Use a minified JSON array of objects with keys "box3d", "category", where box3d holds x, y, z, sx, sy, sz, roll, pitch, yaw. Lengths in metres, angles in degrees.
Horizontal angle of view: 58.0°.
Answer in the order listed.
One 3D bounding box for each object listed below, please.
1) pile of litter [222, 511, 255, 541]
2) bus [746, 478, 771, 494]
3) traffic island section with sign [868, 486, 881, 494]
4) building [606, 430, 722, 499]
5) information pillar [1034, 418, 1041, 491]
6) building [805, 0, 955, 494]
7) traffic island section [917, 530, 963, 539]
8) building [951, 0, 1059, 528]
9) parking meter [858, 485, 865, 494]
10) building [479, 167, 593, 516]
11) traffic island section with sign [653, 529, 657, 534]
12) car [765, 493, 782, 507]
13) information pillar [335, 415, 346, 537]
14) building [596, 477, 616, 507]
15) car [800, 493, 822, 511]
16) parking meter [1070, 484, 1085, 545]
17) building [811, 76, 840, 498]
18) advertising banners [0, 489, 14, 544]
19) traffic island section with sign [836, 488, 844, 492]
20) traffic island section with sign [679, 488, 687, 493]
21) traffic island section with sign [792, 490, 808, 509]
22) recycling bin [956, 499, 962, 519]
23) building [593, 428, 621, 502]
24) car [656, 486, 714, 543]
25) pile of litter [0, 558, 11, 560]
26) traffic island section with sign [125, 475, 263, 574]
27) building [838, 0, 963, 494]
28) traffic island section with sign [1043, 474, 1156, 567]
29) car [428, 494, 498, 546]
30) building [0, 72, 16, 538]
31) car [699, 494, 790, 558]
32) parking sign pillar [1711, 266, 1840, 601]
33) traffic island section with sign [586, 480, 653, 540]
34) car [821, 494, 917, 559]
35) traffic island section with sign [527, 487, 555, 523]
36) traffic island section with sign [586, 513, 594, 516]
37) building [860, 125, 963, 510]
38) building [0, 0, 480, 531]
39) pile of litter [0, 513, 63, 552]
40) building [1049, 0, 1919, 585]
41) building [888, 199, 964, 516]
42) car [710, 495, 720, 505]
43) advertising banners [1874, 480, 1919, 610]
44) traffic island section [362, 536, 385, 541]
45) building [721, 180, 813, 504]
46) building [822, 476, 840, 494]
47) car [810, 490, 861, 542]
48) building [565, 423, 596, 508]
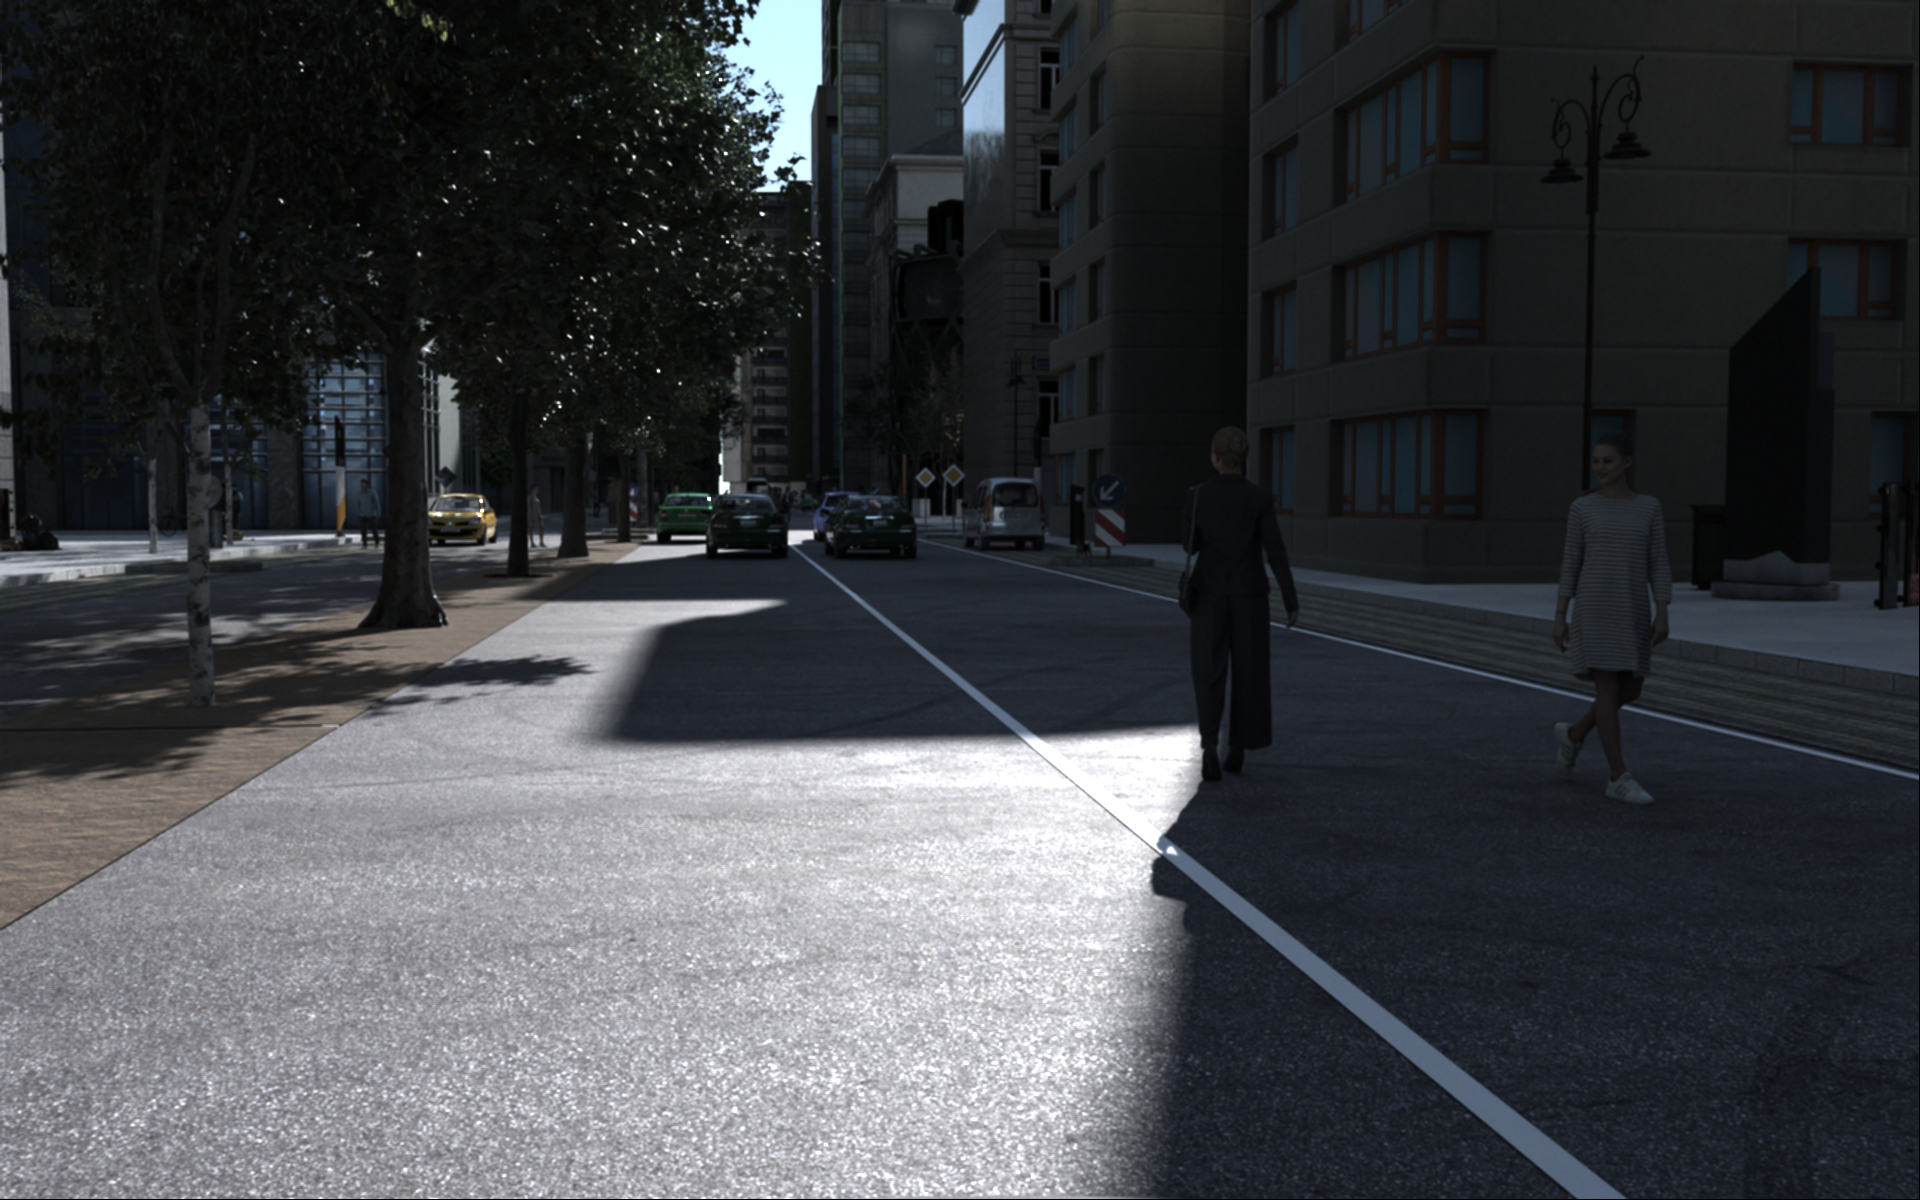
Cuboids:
[{"box3d":[-20.224,-2.053,47.538,1.719,0.858,1.176,-2,4,-29],"category":"pile of litter"},{"box3d":[-23.951,-12.866,205.223,2.948,3.499,13.247,0,4,-6],"category":"bus"},{"box3d":[-4.541,-4.896,88.676,1.989,1.847,2.006,0,4,-8],"category":"traffic island section with sign"},{"box3d":[-42.633,-37.031,229.163,21.600,48.544,21.300,0,4,-8],"category":"building"},{"box3d":[2.393,-3.793,53.373,0.183,3.616,0.504,-1,4,-15],"category":"information pillar"},{"box3d":[-7.645,-46.847,204.195,20.563,71.187,20.611,0,4,-8],"category":"building"},{"box3d":[-0.189,-2.081,56.311,2.009,0.180,2.903,0,4,-8],"category":"traffic island section"},{"box3d":[12.868,-16.788,71.750,25.104,27.353,12.463,0,4,-8],"category":"building"},{"box3d":[-6.552,-6.705,115.336,0.399,1.863,0.255,-1,4,-18],"category":"parking meter"},{"box3d":[-36.806,-30.133,112.275,23.786,49.044,30.456,0,4,-8],"category":"building"},{"box3d":[-11.902,-3.322,62.457,2.006,1.907,1.989,0,4,-8],"category":"traffic island section with sign"},{"box3d":[-14.256,-7.382,129.743,2.155,1.783,4.494,0,4,-8],"category":"car"},{"box3d":[-18.561,-3.701,51.862,0.183,3.616,0.504,0,4,3],"category":"information pillar"},{"box3d":[-51.677,-29.524,174.599,32.217,40.220,23.993,0,4,-8],"category":"building"},{"box3d":[-12.523,-8.413,146.345,1.959,1.807,4.718,0,4,-8],"category":"car"},{"box3d":[2.970,-2.165,43.816,0.372,1.533,0.369,0,3,0],"category":"parking meter"},{"box3d":[-8.769,-32.856,187.306,14.600,45.320,14.200,0,4,-8],"category":"building"},{"box3d":[-23.434,-2.751,41.163,2.074,3.025,0.090,1,4,13],"category":"advertising banners"},{"box3d":[-8.126,-6.530,115.393,1.989,1.847,2.006,0,4,-8],"category":"traffic island section with sign"},{"box3d":[-21.923,-7.877,136.927,2.006,1.907,1.989,0,4,-8],"category":"traffic island section with sign"},{"box3d":[-14.857,-9.589,165.411,1.989,1.847,2.006,0,4,-8],"category":"traffic island section with sign"},{"box3d":[0.187,-4.689,89.215,0.722,1.027,0.722,0,4,8],"category":"recycling bin"},{"box3d":[-53.705,-33.268,198.551,28.867,44.769,22.147,0,4,-8],"category":"building"},{"box3d":[-8.154,-2.654,52.192,1.959,1.807,4.718,0,4,-7],"category":"car"},{"box3d":[-19.385,-1.198,33.558,1.719,0.858,1.176,-1,4,-21],"category":"pile of litter"},{"box3d":[-14.032,-1.425,31.920,1.989,1.847,2.006,0,4,-8],"category":"traffic island section with sign"},{"box3d":[-3.478,-28.435,148.505,14.154,41.232,14.086,0,4,-8],"category":"building"},{"box3d":[2.723,-1.596,34.721,1.989,1.847,2.006,0,4,-8],"category":"traffic island section with sign"},{"box3d":[-14.217,-2.387,49.247,2.015,1.641,3.980,-1,4,-8],"category":"car"},{"box3d":[-38.818,-30.384,38.781,28.212,58.520,21.231,0,4,-8],"category":"building"},{"box3d":[-4.971,-1.732,40.122,2.131,1.459,4.920,-1,4,-9],"category":"car"},{"box3d":[10.062,-2.007,21.279,1.447,3.967,1.447,-1,4,-18],"category":"parking sign pillar"},{"box3d":[-10.924,-2.873,55.115,2.006,1.907,1.989,0,4,-8],"category":"traffic island section with sign"},{"box3d":[-2.096,-1.722,39.953,2.131,1.459,4.920,-1,4,-9],"category":"car"},{"box3d":[-21.471,-4.808,87.238,1.989,1.847,2.006,0,4,-8],"category":"traffic island section with sign"},{"box3d":[-25.062,-6.442,113.954,1.989,1.847,2.006,0,4,-8],"category":"traffic island section with sign"},{"box3d":[0.425,-20.840,128.129,14.401,28.519,23.554,0,4,-8],"category":"building"},{"box3d":[-32.443,-46.486,72.713,22.319,86.520,31.000,0,4,-8],"category":"building"},{"box3d":[-21.161,-1.539,39.125,1.719,0.858,1.176,-3,5,-42],"category":"pile of litter"},{"box3d":[18.361,-11.926,40.027,27.650,21.520,28.899,0,4,-8],"category":"building"},{"box3d":[3.882,-14.685,107.554,16.820,18.784,16.811,0,4,-8],"category":"building"},{"box3d":[-24.176,-9.723,171.336,2.083,1.381,4.827,0,4,-7],"category":"car"},{"box3d":[10.883,-1.440,19.725,2.074,3.025,0.090,-3,5,-43],"category":"advertising banners"},{"box3d":[-17.328,-1.941,54.021,2.009,0.180,2.903,0,4,-8],"category":"traffic island section"},{"box3d":[-24.398,-33.276,227.663,14.086,41.232,14.154,0,4,-8],"category":"building"},{"box3d":[2.904,-29.195,169.224,32.217,40.220,23.993,0,4,-8],"category":"building"},{"box3d":[-3.646,-2.693,53.622,1.945,1.707,3.694,0,4,-7],"category":"car"},{"box3d":[-46.625,-18.601,149.165,27.650,21.520,28.899,0,4,-8],"category":"building"}]
